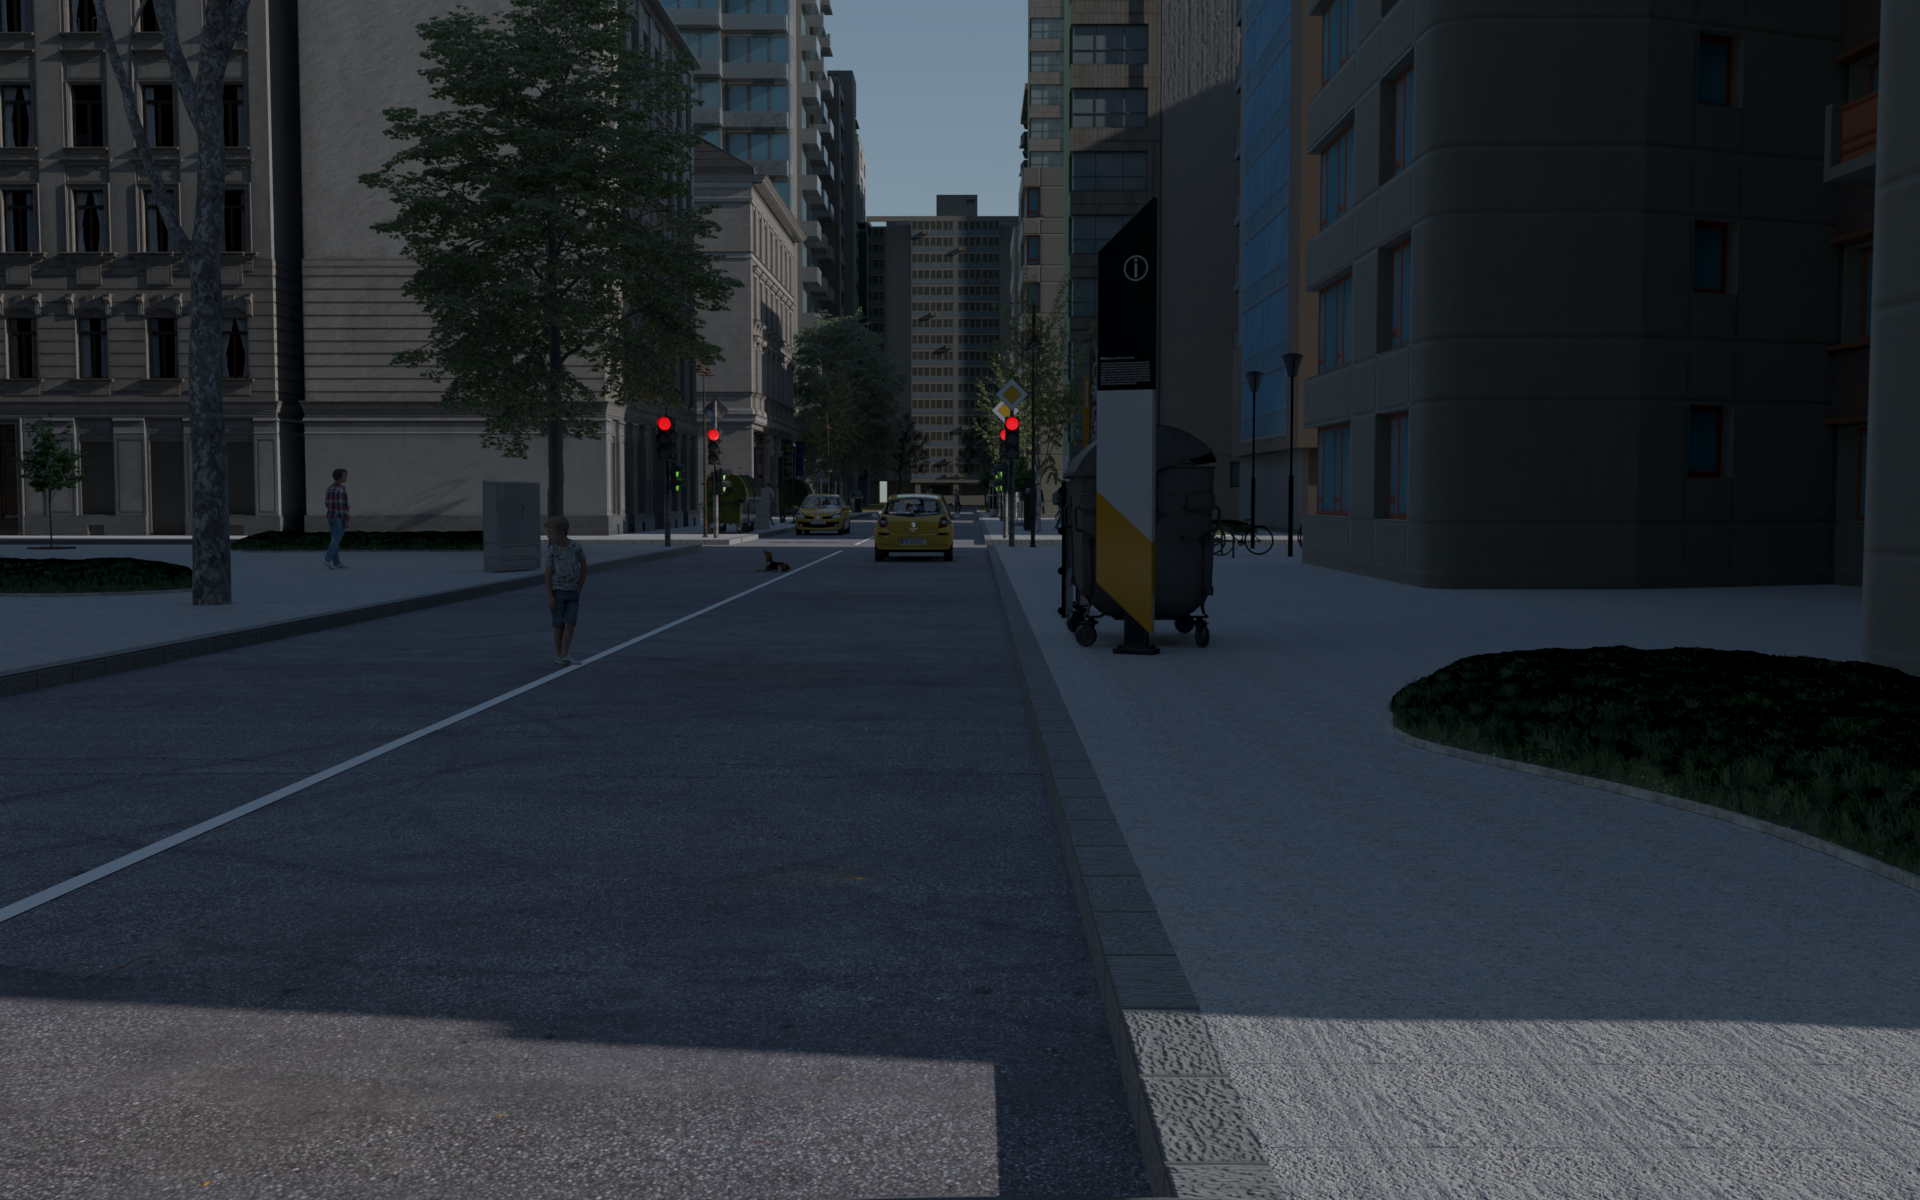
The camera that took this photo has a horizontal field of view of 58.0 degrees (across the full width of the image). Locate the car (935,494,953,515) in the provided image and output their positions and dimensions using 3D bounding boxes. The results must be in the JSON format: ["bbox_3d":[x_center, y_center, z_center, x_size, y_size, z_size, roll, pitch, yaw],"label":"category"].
[{"bbox_3d":[-1.306,-3.958,74.507,2.009,1.686,4.222,0,4,-1],"label":"car"}]

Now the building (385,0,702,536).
[{"bbox_3d":[-15.410,-12.989,61.515,9.793,20.994,18.267,0,4,0],"label":"building"}]

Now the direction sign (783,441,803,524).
[{"bbox_3d":[-7.178,-5.059,74.713,0.876,3.537,0.379,-1,4,-23],"label":"direction sign"}]

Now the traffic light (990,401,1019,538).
[{"bbox_3d":[1.298,-3.743,50.117,0.839,4.253,0.868,0,4,0],"label":"traffic light"}]

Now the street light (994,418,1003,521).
[{"bbox_3d":[1.970,-6.697,82.282,0.468,5.910,1.993,0,4,0],"label":"street light"}]

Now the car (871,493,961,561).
[{"bbox_3d":[-0.986,-1.718,38.317,2.015,1.641,3.980,0,4,0],"label":"car"}]

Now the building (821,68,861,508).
[{"bbox_3d":[-17.123,-29.284,162.388,14.154,41.232,14.086,0,4,0],"label":"building"}]

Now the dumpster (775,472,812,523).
[{"bbox_3d":[-7.430,-4.572,77.252,1.502,2.255,1.985,0,4,0],"label":"dumpster"}]

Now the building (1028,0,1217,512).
[{"bbox_3d":[12.444,-27.960,140.734,14.154,41.232,14.086,0,4,0],"label":"building"}]

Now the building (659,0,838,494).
[{"bbox_3d":[-21.914,-31.825,139.953,23.786,49.044,30.456,0,4,0],"label":"building"}]

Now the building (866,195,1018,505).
[{"bbox_3d":[-0.458,-32.757,227.458,23.993,40.220,32.217,0,4,0],"label":"building"}]

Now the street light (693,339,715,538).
[{"bbox_3d":[-7.530,-4.785,51.027,0.468,5.910,1.993,0,4,0],"label":"street light"}]

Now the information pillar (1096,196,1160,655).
[{"bbox_3d":[1.343,-1.375,13.839,0.504,3.616,0.183,2,4,25],"label":"information pillar"}]

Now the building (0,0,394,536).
[{"bbox_3d":[-29.773,-12.732,57.320,18.267,20.994,9.793,0,4,0],"label":"building"}]

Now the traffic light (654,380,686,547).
[{"bbox_3d":[-7.118,-3.257,42.174,0.839,4.253,0.868,0,4,0],"label":"traffic light"}]

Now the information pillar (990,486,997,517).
[{"bbox_3d":[1.839,-5.551,95.251,0.304,2.012,0.304,-3,4,-37],"label":"information pillar"}]

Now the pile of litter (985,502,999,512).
[{"bbox_3d":[2.306,-6.618,122.175,1.176,0.858,1.719,0,4,-1],"label":"pile of litter"}]

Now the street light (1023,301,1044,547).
[{"bbox_3d":[1.759,-4.210,41.618,0.468,5.910,1.993,0,4,0],"label":"street light"}]

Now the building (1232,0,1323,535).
[{"bbox_3d":[17.404,-24.961,58.224,14.200,45.320,14.600,0,4,0],"label":"building"}]

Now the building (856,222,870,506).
[{"bbox_3d":[-16.657,-24.776,176.784,14.160,30.474,14.107,0,4,0],"label":"building"}]

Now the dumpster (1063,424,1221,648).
[{"bbox_3d":[1.575,-0.576,15.174,1.264,1.857,1.865,0,4,0],"label":"dumpster"}]

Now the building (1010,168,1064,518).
[{"bbox_3d":[17.237,-15.981,106.329,27.650,21.520,28.899,0,4,0],"label":"building"}]

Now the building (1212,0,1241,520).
[{"bbox_3d":[11.520,-24.020,76.329,14.154,41.232,14.086,0,4,0],"label":"building"}]

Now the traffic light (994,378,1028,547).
[{"bbox_3d":[1.243,-3.255,42.132,0.839,4.253,0.868,0,4,0],"label":"traffic light"}]

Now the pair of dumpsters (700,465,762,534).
[{"bbox_3d":[-7.541,-3.335,57.024,1.574,2.255,4.437,0,4,0],"label":"pair of dumpsters"}]

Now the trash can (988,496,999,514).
[{"bbox_3d":[2.097,-5.904,108.180,0.748,1.137,0.748,0,3,0],"label":"trash can"}]

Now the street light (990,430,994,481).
[{"bbox_3d":[2.340,-9.304,124.907,0.468,5.910,1.993,0,4,0],"label":"street light"}]

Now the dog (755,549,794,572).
[{"bbox_3d":[-3.424,-0.724,32.024,0.550,0.427,0.748,-2,4,-31],"label":"dog"}]

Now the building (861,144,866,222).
[{"bbox_3d":[-17.454,-31.033,190.988,14.086,41.232,14.154,0,4,0],"label":"building"}]

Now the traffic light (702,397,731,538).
[{"bbox_3d":[-7.063,-3.745,50.159,0.839,4.253,0.868,0,4,0],"label":"traffic light"}]

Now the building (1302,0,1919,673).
[{"bbox_3d":[20.095,-10.523,17.088,27.650,21.520,28.899,0,4,0],"label":"building"}]

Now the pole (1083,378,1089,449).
[{"bbox_3d":[2.281,-2.246,30.571,0.158,3.312,0.155,0,3,0],"label":"pole"}]

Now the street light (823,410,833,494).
[{"bbox_3d":[-7.161,-7.424,94.166,0.468,5.910,1.993,0,4,0],"label":"street light"}]

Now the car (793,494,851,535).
[{"bbox_3d":[-4.866,-3.145,61.642,2.015,1.641,3.980,0,4,1],"label":"car"}]

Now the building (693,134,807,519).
[{"bbox_3d":[-15.162,-14.682,90.957,10.553,20.767,40.483,0,4,0],"label":"building"}]

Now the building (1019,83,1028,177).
[{"bbox_3d":[17.445,-32.339,183.369,22.147,44.769,28.867,0,4,0],"label":"building"}]
